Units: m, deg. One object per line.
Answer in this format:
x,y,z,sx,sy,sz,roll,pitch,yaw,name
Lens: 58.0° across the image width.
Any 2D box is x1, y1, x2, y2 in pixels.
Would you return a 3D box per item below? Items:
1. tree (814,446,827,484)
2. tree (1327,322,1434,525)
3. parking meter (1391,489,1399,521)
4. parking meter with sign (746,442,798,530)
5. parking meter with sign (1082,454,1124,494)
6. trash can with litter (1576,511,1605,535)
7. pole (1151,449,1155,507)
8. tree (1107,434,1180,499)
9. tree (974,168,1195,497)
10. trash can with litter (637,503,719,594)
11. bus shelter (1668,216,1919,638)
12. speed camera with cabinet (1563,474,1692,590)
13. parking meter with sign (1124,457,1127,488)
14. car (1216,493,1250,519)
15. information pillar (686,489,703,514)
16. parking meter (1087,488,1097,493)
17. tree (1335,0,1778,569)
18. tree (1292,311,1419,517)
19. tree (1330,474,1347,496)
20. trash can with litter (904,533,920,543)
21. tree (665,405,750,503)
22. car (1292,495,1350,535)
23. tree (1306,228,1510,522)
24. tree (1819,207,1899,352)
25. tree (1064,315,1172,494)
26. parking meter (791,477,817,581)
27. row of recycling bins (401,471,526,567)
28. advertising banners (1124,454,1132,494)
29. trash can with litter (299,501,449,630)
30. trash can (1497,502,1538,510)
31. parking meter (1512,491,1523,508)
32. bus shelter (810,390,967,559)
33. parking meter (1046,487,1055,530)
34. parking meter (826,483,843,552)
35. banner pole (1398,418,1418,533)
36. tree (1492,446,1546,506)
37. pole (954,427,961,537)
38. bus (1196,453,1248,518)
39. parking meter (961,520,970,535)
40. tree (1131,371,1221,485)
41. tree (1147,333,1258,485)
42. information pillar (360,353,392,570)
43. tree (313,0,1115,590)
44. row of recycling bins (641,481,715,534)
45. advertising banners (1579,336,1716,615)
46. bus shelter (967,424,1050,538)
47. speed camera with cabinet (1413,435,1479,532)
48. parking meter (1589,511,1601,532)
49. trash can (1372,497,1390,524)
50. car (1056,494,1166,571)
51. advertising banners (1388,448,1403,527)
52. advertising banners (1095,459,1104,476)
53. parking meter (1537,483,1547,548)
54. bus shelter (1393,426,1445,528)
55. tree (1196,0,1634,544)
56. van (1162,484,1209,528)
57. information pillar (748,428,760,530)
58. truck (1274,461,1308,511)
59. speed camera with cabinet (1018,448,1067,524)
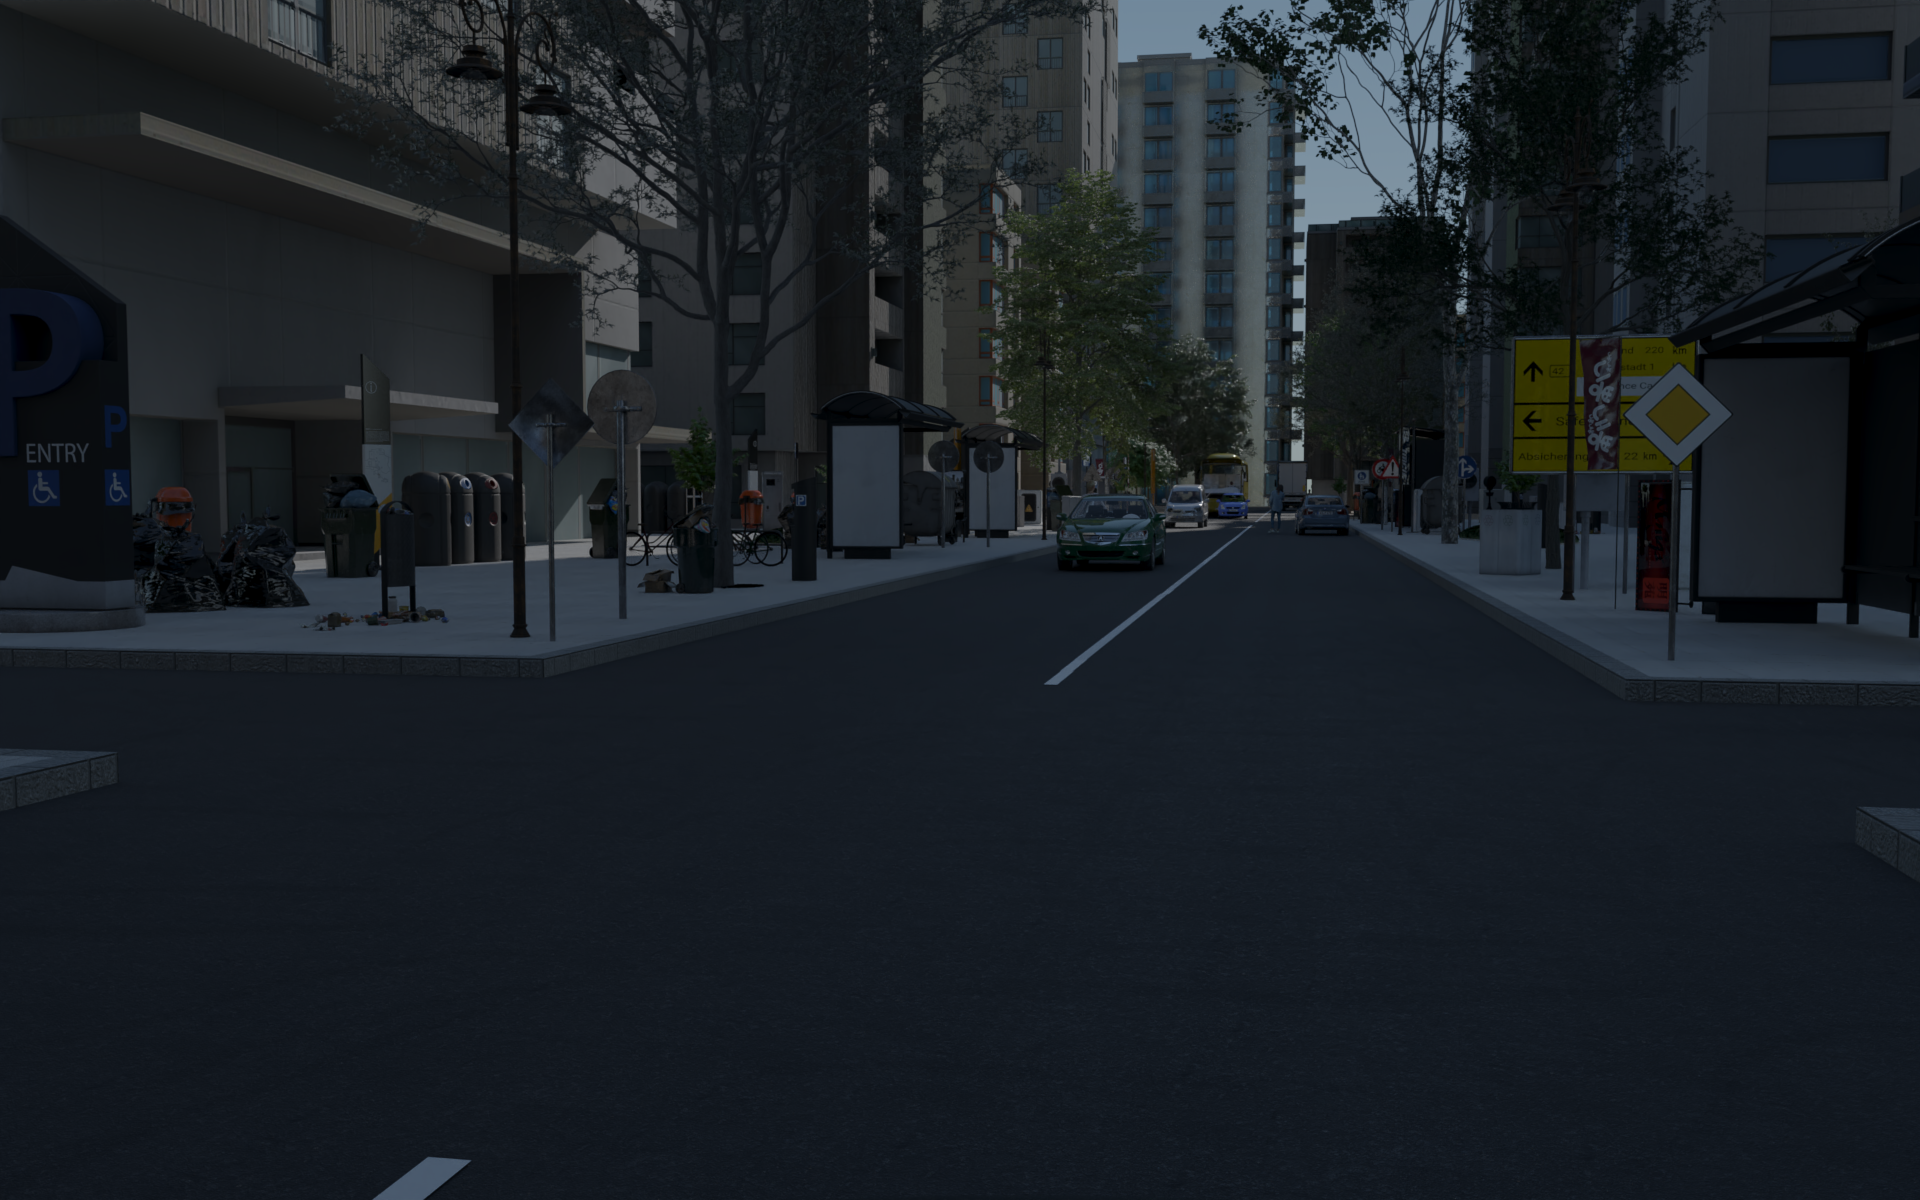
-3.818,-3.920,58.699,1.663,3.219,1.824,0,3,0,tree
17.334,-7.394,71.256,4.360,8.622,3.978,0,3,0,tree
20.093,-4.374,79.919,0.372,1.533,0.369,0,3,0,parking meter
-6.321,-3.793,58.274,1.738,3.016,0.543,-1,4,-9,parking meter with sign
6.143,-4.817,75.018,1.738,3.016,0.543,-2,4,-34,parking meter with sign
19.664,-2.728,55.667,2.233,1.210,1.678,1,4,12,trash can with litter
8.787,-5.202,78.892,0.158,3.312,0.155,0,3,0,pole
10.371,-6.797,94.843,4.285,4.588,4.351,0,3,0,tree
4.287,-8.701,60.396,7.486,12.596,7.792,0,3,0,tree
-3.662,-0.675,22.424,1.055,1.170,0.624,1,4,11,trash can with litter
7.626,-1.269,14.676,2.014,3.302,5.546,1,4,11,bus shelter
9.251,-1.774,23.337,2.038,3.252,0.660,0,4,5,speed camera with cabinet
7.003,-5.265,82.348,1.738,3.016,0.543,1,4,15,parking meter with sign
15.856,-5.558,100.457,1.945,1.707,3.694,1,4,9,car
-6.808,-2.442,44.422,0.304,2.012,0.304,3,5,39,information pillar
5.071,-3.550,66.445,0.372,1.533,0.369,0,3,0,parking meter
9.850,-5.806,29.337,7.601,10.594,8.767,-1,4,-16,tree
22.409,-10.539,98.069,9.928,11.665,9.643,0,3,0,tree
35.724,-10.260,162.359,1.663,3.219,1.824,0,3,0,tree
-1.570,-2.077,45.352,1.055,1.170,0.624,1,4,9,trash can with litter
-5.715,-2.648,37.897,1.663,3.219,1.824,0,3,0,tree
12.817,-3.020,61.386,2.014,1.417,4.499,1,4,9,car
19.501,-10.294,78.671,12.009,13.543,11.850,0,3,0,tree
23.928,-5.746,44.306,4.360,8.622,3.978,0,3,0,tree
6.052,-7.237,68.694,4.737,8.622,4.395,0,3,0,tree
-2.309,-1.053,25.632,0.372,1.533,0.369,0,3,0,parking meter
-9.247,-1.539,32.278,1.069,1.692,3.534,1,4,15,row of recycling bins
7.145,-4.765,74.094,0.090,3.025,2.074,1,4,10,advertising banners
-5.933,-0.383,17.314,1.678,1.210,2.233,1,4,15,trash can with litter
10.424,-1.270,32.412,0.748,1.137,0.748,0,3,0,trash can
19.133,-3.124,59.485,0.372,1.533,0.369,0,3,0,parking meter
-1.413,-2.605,36.513,2.014,3.302,5.546,1,4,11,bus shelter
3.243,-3.236,61.325,0.372,1.533,0.369,0,3,0,parking meter
-2.794,-1.846,38.595,0.372,1.533,0.369,0,3,0,parking meter
14.813,-4.116,57.308,0.863,3.779,0.401,-2,4,-27,banner pole
20.775,-4.267,64.365,1.663,3.219,1.824,0,3,0,tree
-0.073,-3.526,51.492,0.158,3.312,0.155,0,3,0,pole
16.614,-7.154,108.518,2.896,3.916,12.252,1,4,11,bus
0.133,-2.845,54.924,0.372,1.533,0.369,0,3,0,parking meter
15.083,-11.446,121.555,7.601,10.594,8.767,1,4,21,tree
18.777,-14.029,136.034,9.857,13.997,8.962,0,3,0,tree
-9.790,-2.305,29.040,0.183,3.616,0.504,3,5,45,information pillar
-3.142,-6.918,23.479,12.009,13.543,11.850,0,3,0,tree
-9.368,-2.994,56.072,3.534,1.692,1.069,1,4,22,row of recycling bins
7.626,-1.384,18.809,0.090,3.025,2.074,-3,4,-38,advertising banners
1.357,-3.599,52.774,2.014,3.302,5.546,1,4,11,bus shelter
16.278,-3.893,57.991,2.038,3.252,0.660,0,4,4,speed camera with cabinet
21.053,-2.996,57.390,0.372,1.533,0.369,0,3,0,parking meter
17.913,-3.796,73.710,0.748,1.137,0.748,0,3,0,trash can
3.027,-1.361,34.056,2.131,1.459,4.920,1,4,11,car
17.022,-4.343,67.197,0.090,3.025,2.074,3,4,38,advertising banners
7.527,-5.435,85.046,2.074,3.025,0.090,3,4,36,advertising banners
13.842,-1.991,40.966,0.372,1.533,0.369,0,3,0,parking meter
16.655,-4.350,62.404,1.731,3.624,6.357,1,4,11,bus shelter
11.261,-11.489,43.728,12.611,20.169,13.585,0,3,0,tree
9.753,-4.130,74.535,2.013,2.044,4.112,1,4,12,van
-7.353,-4.293,61.551,0.183,3.616,0.504,2,4,31,information pillar
28.879,-9.911,150.960,2.839,4.237,11.283,1,4,10,truck
3.495,-4.825,73.220,2.038,3.252,0.660,0,4,7,speed camera with cabinet
